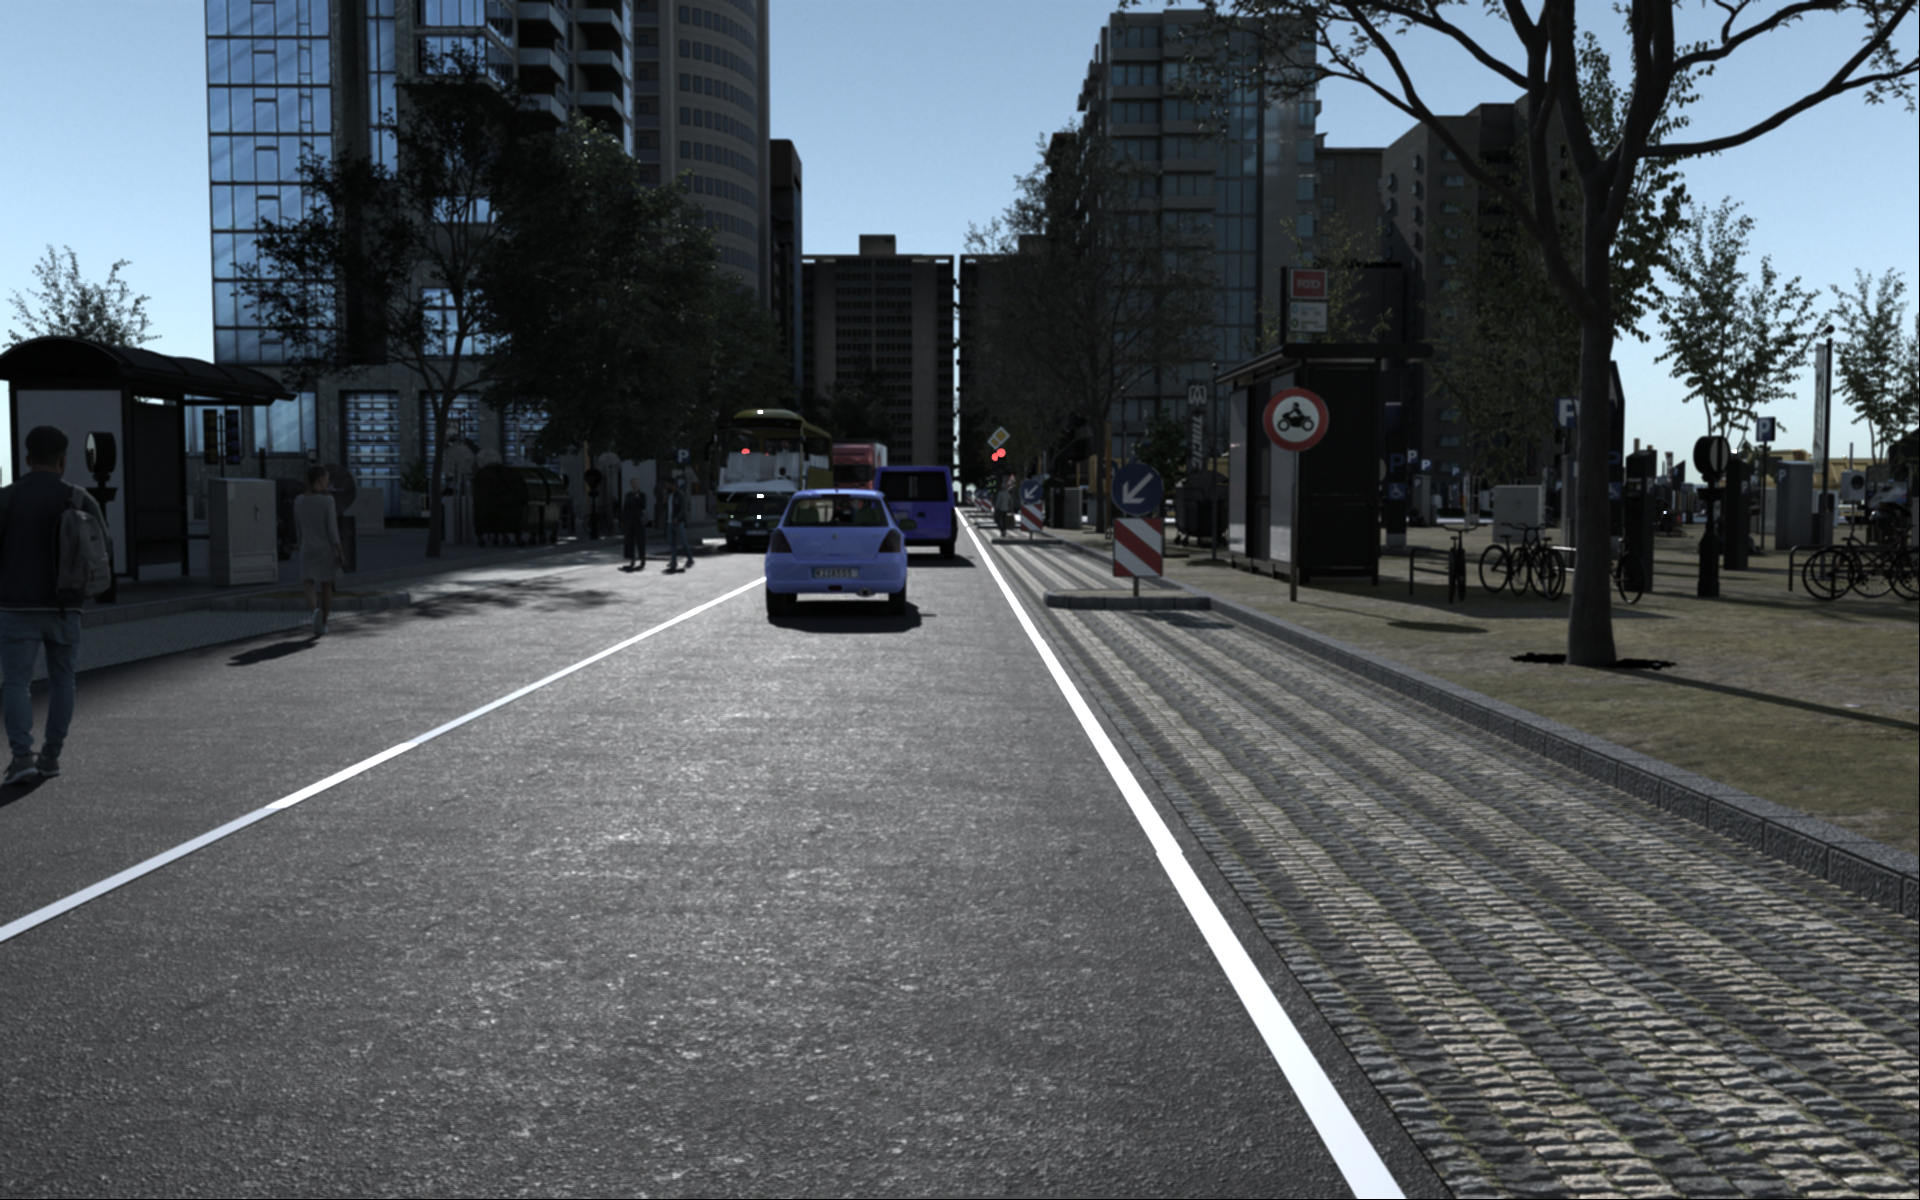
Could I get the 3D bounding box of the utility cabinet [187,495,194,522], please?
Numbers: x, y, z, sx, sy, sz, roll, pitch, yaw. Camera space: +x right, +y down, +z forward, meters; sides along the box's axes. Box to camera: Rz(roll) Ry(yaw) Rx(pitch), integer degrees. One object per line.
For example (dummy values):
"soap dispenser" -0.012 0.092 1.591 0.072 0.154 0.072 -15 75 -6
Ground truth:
"utility cabinet" -35.922 -4.220 80.162 0.306 1.237 1.020 1 4 11

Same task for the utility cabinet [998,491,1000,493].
"utility cabinet" 3.392 -7.272 127.577 1.173 1.500 0.318 -1 4 -11

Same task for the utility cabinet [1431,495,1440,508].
"utility cabinet" 32.610 -6.584 118.814 0.306 1.237 1.020 3 4 37

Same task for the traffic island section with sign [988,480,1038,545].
"traffic island section with sign" 1.895 -2.500 49.508 1.989 1.847 2.006 0 4 0

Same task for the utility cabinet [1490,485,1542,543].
"utility cabinet" 14.392 -2.205 44.738 1.173 1.500 0.318 3 4 37

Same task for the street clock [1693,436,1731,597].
"street clock" 9.361 -1.042 21.604 0.471 2.002 0.358 -3 4 -36

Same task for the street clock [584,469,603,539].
"street clock" -10.433 -2.738 49.335 0.471 2.002 0.358 0 4 4

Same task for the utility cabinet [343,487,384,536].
"utility cabinet" -18.204 -2.702 52.849 1.173 1.500 0.318 -1 4 -20

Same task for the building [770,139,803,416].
"building" -27.200 -34.530 214.683 14.200 45.320 14.600 0 4 0

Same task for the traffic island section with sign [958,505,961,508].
"traffic island section with sign" 0.878 -10.616 182.205 1.989 1.847 2.006 0 4 0

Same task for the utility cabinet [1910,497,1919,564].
"utility cabinet" 17.996 -1.255 31.675 0.306 1.237 1.020 -3 5 -43

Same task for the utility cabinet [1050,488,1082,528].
"utility cabinet" 3.984 -3.454 65.152 1.173 1.500 0.318 1 4 23

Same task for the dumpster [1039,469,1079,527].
"dumpster" 3.822 -3.980 67.573 1.502 2.255 1.985 0 4 0

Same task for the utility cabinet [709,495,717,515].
"utility cabinet" -14.985 -5.840 106.642 1.020 1.237 0.306 1 4 14

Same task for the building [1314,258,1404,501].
"building" 46.497 -27.184 216.163 14.107 30.474 14.160 0 4 0

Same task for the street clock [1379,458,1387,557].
"street clock" 8.412 -1.867 35.093 0.471 2.002 0.358 -3 5 -42

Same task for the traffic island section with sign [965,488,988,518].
"traffic island section with sign" 1.466 -5.871 104.625 1.989 1.847 2.006 0 4 0

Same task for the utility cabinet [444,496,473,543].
"utility cabinet" -13.256 -2.121 45.848 0.306 1.237 1.020 1 4 13

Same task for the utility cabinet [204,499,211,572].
"utility cabinet" -12.345 -1.097 29.101 0.306 1.237 1.020 0 4 -2

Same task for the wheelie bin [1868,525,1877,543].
"wheelie bin" 24.442 -2.325 45.919 0.693 1.594 0.980 1 4 8

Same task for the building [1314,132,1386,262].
"building" 60.128 -41.062 260.600 27.495 52.752 28.713 0 4 0

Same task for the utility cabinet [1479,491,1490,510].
"utility cabinet" 33.039 -6.069 107.911 1.173 1.500 0.318 -1 4 -12

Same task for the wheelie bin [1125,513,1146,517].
"wheelie bin" 6.057 -3.162 59.600 0.693 1.594 0.980 -3 4 -38

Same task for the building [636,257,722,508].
"building" -34.891 -18.030 139.823 27.650 21.520 28.899 0 4 0

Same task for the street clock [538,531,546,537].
"street clock" -12.417 -2.864 51.398 0.358 2.002 0.471 -1 4 -23

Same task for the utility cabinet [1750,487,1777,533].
"utility cabinet" 26.283 -2.933 56.636 1.173 1.500 0.318 -3 5 -39

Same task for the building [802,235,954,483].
"building" -12.515 -34.886 262.265 23.993 40.220 32.217 0 4 0

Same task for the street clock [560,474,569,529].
"street clock" -14.593 -3.627 63.877 0.358 2.002 0.471 -2 4 -30

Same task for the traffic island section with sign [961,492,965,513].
"traffic island section with sign" 1.262 -7.560 132.238 1.989 1.847 2.006 0 4 0

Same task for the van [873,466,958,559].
"van" -1.104 -2.175 39.945 2.240 2.365 5.245 0 4 -2

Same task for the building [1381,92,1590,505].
"building" 64.571 -35.987 212.083 21.600 48.544 21.300 0 4 0

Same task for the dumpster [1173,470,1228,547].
"dumpster" 5.997 -2.271 42.894 1.264 1.857 1.865 0 4 0

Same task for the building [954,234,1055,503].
"building" 11.481 -34.862 261.868 23.993 40.220 32.217 0 4 0

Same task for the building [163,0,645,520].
"building" -30.414 -48.154 99.993 22.319 86.520 31.000 0 4 0

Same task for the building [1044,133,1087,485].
"building" 21.386 -33.809 207.402 22.147 44.769 28.867 0 4 0

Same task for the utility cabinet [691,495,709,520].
"utility cabinet" -12.969 -4.568 85.849 0.306 1.237 1.020 1 4 19

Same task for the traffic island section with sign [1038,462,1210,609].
"traffic island section with sign" 2.092 -0.836 22.296 1.989 1.847 2.006 0 4 0

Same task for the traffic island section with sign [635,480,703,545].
"traffic island section with sign" -8.335 -2.463 48.891 1.989 1.847 2.006 0 4 0

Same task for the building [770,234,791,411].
"building" -26.247 -25.632 190.790 14.160 30.474 14.107 0 4 0

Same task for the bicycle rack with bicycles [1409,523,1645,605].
"bicycle rack with bicycles" 6.749 -0.482 21.256 2.852 0.926 2.925 0 4 1

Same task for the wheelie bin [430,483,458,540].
"wheelie bin" -14.340 -2.467 48.238 0.693 1.594 0.980 -3 4 -36

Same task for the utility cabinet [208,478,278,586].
"utility cabinet" -10.099 -0.964 24.448 0.318 1.500 1.173 1 4 10

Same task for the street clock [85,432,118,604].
"street clock" -10.056 -0.963 20.316 0.358 2.002 0.471 -3 5 -40

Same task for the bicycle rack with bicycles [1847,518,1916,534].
"bicycle rack with bicycles" 33.413 -2.952 61.654 2.852 0.926 2.925 3 5 39

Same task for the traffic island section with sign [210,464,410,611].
"traffic island section with sign" -8.113 -0.814 21.936 1.989 1.847 2.006 0 4 0

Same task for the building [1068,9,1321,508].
"building" 23.559 -34.092 177.012 23.786 49.044 30.456 0 4 0

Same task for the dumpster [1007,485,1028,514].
"dumpster" 3.675 -6.474 111.614 1.264 1.857 1.865 0 4 0

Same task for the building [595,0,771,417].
"building" -30.395 -38.335 168.781 21.231 58.520 28.212 0 4 0

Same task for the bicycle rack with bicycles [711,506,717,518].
"bicycle rack with bicycles" -11.782 -4.801 91.877 2.925 0.926 2.852 0 4 0

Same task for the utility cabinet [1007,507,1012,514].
"utility cabinet" 3.192 -6.316 114.425 0.306 1.237 1.020 -1 4 -23
